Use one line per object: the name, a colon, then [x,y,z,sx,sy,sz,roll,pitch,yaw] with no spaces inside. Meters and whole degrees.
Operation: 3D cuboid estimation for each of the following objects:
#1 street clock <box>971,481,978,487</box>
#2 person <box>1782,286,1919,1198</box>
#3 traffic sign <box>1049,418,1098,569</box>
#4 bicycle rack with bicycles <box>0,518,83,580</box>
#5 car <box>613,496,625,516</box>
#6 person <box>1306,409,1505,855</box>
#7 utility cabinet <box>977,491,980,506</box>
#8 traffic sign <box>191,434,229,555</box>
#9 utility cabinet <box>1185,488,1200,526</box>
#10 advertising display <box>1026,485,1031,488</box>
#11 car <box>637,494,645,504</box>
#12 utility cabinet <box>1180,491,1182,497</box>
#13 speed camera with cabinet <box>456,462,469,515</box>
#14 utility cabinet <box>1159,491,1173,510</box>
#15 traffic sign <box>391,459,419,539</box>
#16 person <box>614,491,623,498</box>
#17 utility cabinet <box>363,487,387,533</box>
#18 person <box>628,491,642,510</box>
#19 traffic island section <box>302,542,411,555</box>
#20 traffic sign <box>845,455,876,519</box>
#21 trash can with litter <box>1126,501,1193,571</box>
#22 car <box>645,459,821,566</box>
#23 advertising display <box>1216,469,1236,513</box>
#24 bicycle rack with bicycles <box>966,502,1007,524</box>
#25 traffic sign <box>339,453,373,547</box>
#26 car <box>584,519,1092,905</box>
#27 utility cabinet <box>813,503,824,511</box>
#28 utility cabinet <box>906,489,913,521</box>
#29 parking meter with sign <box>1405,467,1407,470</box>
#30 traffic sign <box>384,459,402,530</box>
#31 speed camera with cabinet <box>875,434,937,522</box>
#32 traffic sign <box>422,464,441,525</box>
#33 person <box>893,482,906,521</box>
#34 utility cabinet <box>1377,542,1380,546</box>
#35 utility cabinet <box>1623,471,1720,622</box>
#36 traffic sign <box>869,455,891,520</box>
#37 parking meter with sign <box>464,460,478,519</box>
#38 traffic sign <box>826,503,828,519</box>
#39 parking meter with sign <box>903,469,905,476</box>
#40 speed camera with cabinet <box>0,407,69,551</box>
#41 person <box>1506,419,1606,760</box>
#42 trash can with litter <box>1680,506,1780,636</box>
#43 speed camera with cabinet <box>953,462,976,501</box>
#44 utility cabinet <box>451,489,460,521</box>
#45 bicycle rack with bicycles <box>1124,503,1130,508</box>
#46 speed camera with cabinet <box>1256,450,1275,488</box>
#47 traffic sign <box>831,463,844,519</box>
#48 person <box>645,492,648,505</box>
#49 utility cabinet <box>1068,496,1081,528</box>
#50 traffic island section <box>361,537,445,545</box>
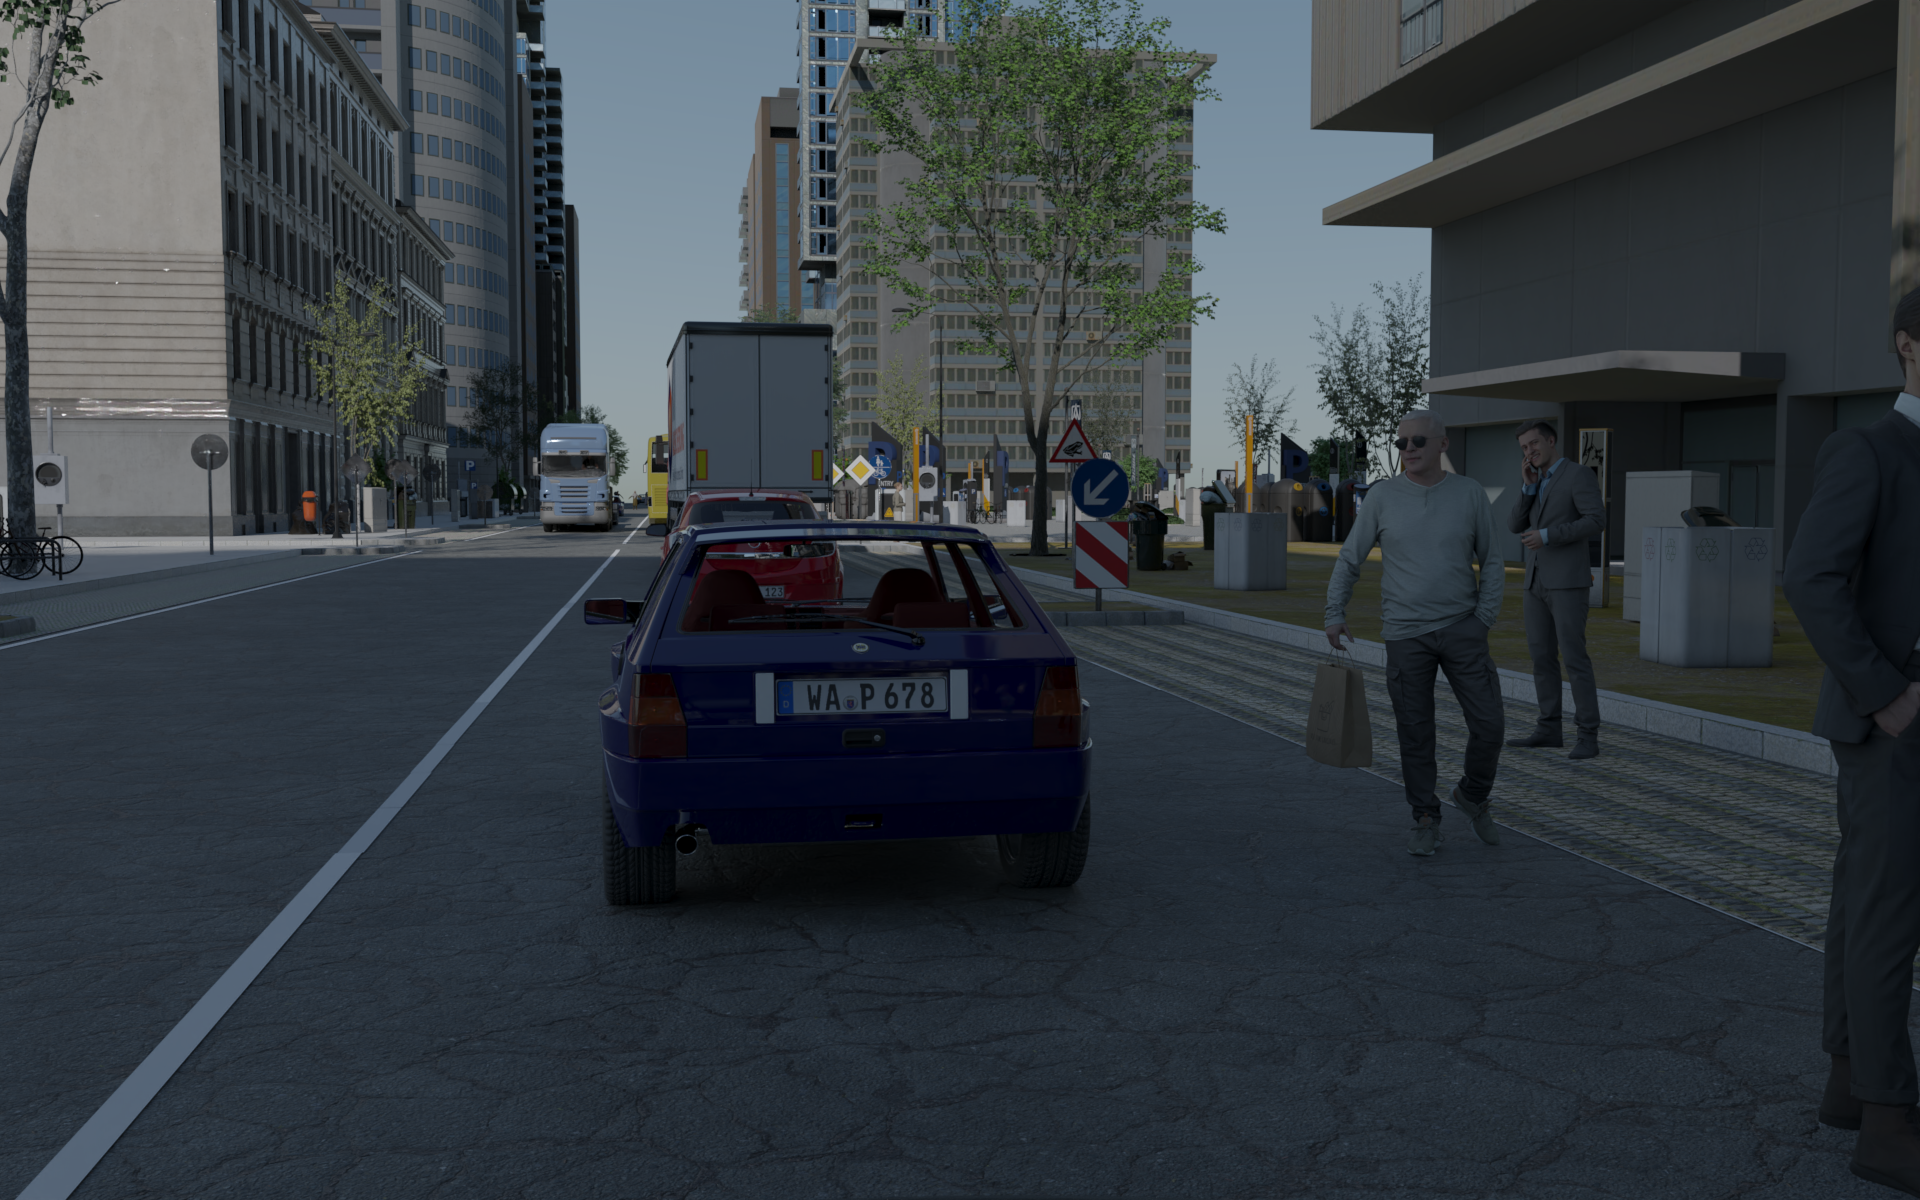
street clock: [0.694,-5.380,92.541,0.471,2.002,0.358,-3,4,-36]
person: [2.110,0.252,3.742,0.474,1.900,0.648,3,5,44]
traffic sign: [1.943,-1.808,29.558,0.884,2.594,0.081,0,4,-7]
bicycle rack with bicycles: [-14.780,-0.776,26.071,2.925,0.926,2.852,-2,4,-29]
car: [-22.700,-6.092,112.184,1.945,1.354,3.894,-1,4,-9]
person: [1.797,0.123,6.969,0.782,1.767,0.515,1,4,11]
utility cabinet: [1.055,-7.351,128.866,0.318,1.500,1.173,-2,4,-34]
traffic sign: [-15.807,-2.227,36.510,0.768,2.556,0.104,0,4,-5]
utility cabinet: [9.301,-3.697,69.121,0.318,1.500,1.173,0,4,-7]
advertising display: [4.865,-7.182,122.635,0.123,1.923,0.974,-1,4,-11]
car: [-44.029,-14.130,240.811,2.009,1.686,4.222,-1,4,-9]
utility cabinet: [15.333,-6.946,122.253,0.318,1.500,1.173,2,4,28]
speed camera with cabinet: [-30.019,-6.754,104.766,0.660,3.252,2.038,-2,4,-24]
utility cabinet: [13.660,-6.520,115.273,1.173,1.500,0.318,-2,4,-24]
traffic sign: [-15.988,-2.831,49.937,0.795,2.450,0.064,-1,4,-10]
person: [-32.281,-9.434,163.266,1.217,1.766,0.721,1,4,8]
utility cabinet: [-19.339,-2.976,57.333,0.318,1.500,1.173,0,4,4]
person: [-29.344,-8.999,156.361,1.217,1.736,0.721,0,4,-3]
traffic island section: [-14.682,-1.213,42.121,2.009,0.180,2.903,-1,4,-10]
traffic sign: [-2.533,-2.473,44.080,0.795,2.450,0.064,-1,4,-10]
trash can with litter: [3.369,-1.088,29.181,1.055,1.170,0.624,-2,4,-29]
car: [-2.279,-0.580,18.521,2.155,1.783,4.494,-1,4,-9]
advertising display: [6.924,-2.438,45.082,0.123,1.923,0.974,2,4,33]
bicycle rack with bicycles: [1.048,-3.749,74.682,2.852,0.926,2.925,-1,4,-21]
traffic sign: [-14.660,-2.350,42.063,0.795,2.450,0.064,-1,4,-10]
car: [-0.648,0.311,7.498,1.945,1.354,3.894,-1,4,-10]
utility cabinet: [-6.888,-4.317,81.744,1.020,1.237,0.306,2,4,29]
utility cabinet: [-2.170,-4.458,81.560,0.318,1.500,1.173,-3,5,-42]
parking meter with sign: [27.399,-6.683,105.525,0.543,3.016,1.738,0,4,-7]
traffic sign: [-20.358,-3.812,62.431,0.768,2.556,0.104,0,3,0]
speed camera with cabinet: [-1.768,-3.846,57.220,2.038,3.252,0.660,0,4,0]
traffic sign: [-22.114,-4.430,72.537,0.768,2.556,0.104,0,4,-5]
person: [-1.684,-2.400,48.282,0.362,1.759,0.519,-1,4,-9]
utility cabinet: [10.718,-1.919,42.546,0.306,1.237,1.020,-2,4,-33]
utility cabinet: [6.922,-0.501,16.865,0.318,1.500,1.173,-1,4,-8]
traffic sign: [-2.617,-3.442,56.375,0.768,2.556,0.104,0,4,-7]
parking meter with sign: [-24.907,-5.642,88.506,0.543,3.016,1.738,-2,4,-23]
traffic sign: [-5.658,-4.498,73.646,0.768,2.556,0.104,-1,4,-9]
parking meter with sign: [-4.258,-7.573,120.076,0.543,3.016,1.738,1,4,12]
speed camera with cabinet: [-21.310,-2.739,39.113,2.038,3.252,0.660,-1,4,-19]
person: [3.258,-0.076,9.549,0.447,1.846,0.655,-1,4,-21]
trash can with litter: [6.835,-0.239,15.295,0.624,1.170,1.055,-1,4,-12]
speed camera with cabinet: [0.264,-6.880,106.831,0.660,3.252,2.038,-2,4,-27]
utility cabinet: [-23.435,-4.392,80.493,0.318,1.500,1.173,-1,4,-11]
bicycle rack with bicycles: [10.269,-6.514,119.888,2.852,0.926,2.925,-1,4,-23]
speed camera with cabinet: [14.299,-5.164,78.772,2.038,3.252,0.660,-3,5,-44]
traffic sign: [-3.861,-2.955,51.954,0.795,2.450,0.064,-1,4,-10]
person: [-40.361,-13.088,223.158,0.621,1.740,0.551,-2,4,-25]
utility cabinet: [4.258,-3.286,64.892,0.306,1.237,1.020,-1,4,-15]
traffic island section: [-16.010,-1.695,49.995,2.009,0.180,2.903,-1,4,-10]
